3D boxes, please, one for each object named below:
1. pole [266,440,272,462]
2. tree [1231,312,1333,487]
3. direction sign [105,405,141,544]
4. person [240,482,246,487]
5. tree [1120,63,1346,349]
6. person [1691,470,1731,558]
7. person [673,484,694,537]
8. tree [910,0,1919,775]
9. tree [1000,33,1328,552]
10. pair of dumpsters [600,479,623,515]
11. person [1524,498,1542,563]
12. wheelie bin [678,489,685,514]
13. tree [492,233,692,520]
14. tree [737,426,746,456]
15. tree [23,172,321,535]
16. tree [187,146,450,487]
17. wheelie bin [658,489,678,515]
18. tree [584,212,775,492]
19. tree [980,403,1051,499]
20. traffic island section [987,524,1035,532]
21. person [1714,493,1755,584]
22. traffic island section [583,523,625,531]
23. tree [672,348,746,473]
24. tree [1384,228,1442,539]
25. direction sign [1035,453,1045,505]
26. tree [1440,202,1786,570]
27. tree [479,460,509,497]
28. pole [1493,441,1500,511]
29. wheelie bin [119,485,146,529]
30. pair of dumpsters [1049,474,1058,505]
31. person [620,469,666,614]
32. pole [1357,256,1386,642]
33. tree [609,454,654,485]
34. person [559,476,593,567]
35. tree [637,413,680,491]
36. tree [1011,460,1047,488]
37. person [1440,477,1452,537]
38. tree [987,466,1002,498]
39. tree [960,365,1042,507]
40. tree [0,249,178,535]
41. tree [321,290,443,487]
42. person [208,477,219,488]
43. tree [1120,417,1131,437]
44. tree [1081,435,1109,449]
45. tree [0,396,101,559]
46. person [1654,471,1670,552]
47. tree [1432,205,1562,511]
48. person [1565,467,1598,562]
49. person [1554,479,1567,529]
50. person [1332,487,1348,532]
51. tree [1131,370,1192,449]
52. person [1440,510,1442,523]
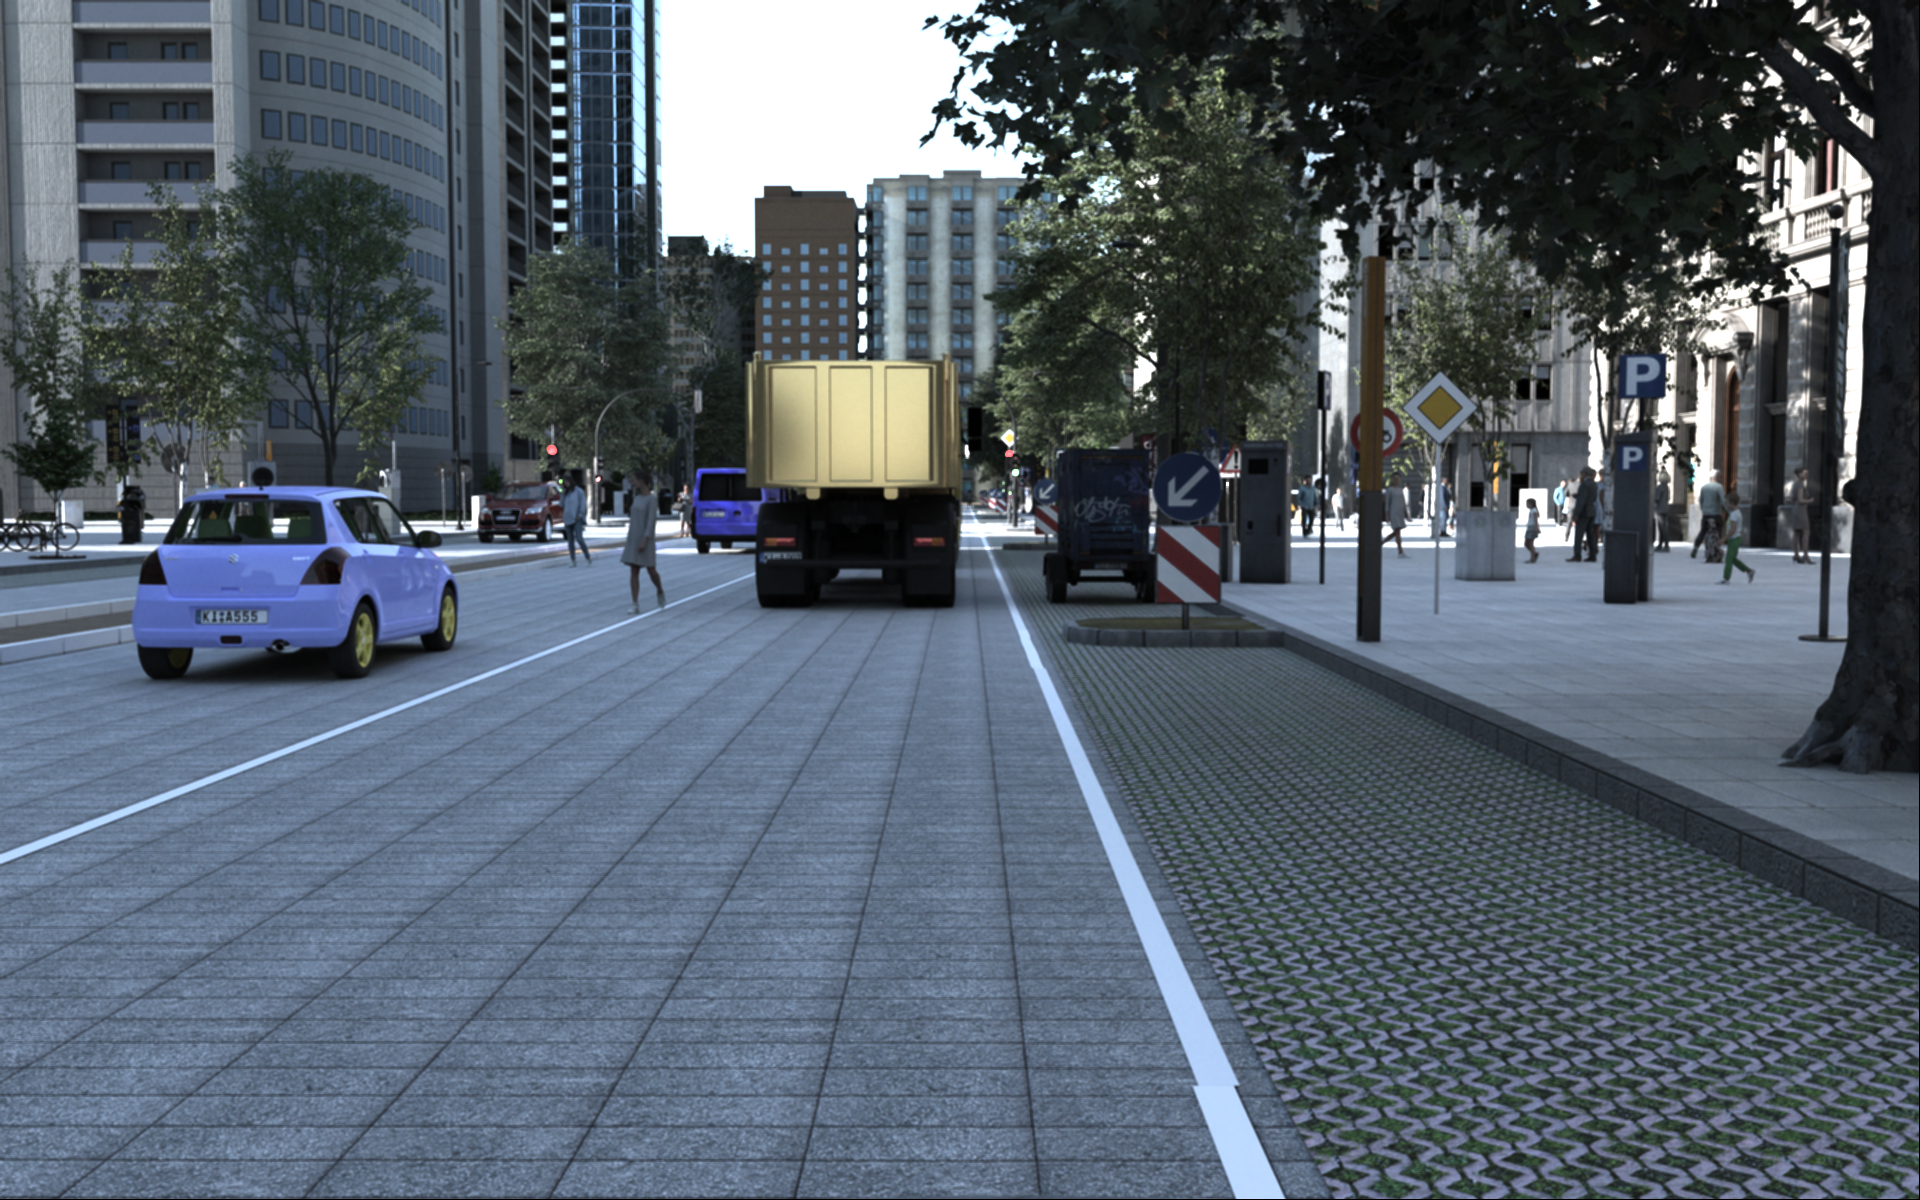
[{"bbox_3d":[-26.050,-4.375,65.367,0.158,3.312,0.155,0,3,0],"label":"pole"},{"bbox_3d":[11.410,-6.953,64.049,4.360,8.622,3.978,0,3,0],"label":"tree"},{"bbox_3d":[-21.320,-3.193,44.196,0.379,3.537,0.876,2,4,35],"label":"direction sign"},{"bbox_3d":[-27.846,-3.729,67.492,0.515,1.767,0.782,-1,4,-15],"label":"person"},{"bbox_3d":[4.376,-4.773,28.403,4.737,8.622,4.395,0,3,0],"label":"tree"},{"bbox_3d":[15.019,-1.710,34.487,0.515,1.767,0.782,-2,4,-28],"label":"person"},{"bbox_3d":[-9.201,-2.987,57.688,0.716,1.782,0.532,-1,4,-10],"label":"person"},{"bbox_3d":[4.354,-5.559,7.905,9.611,12.733,9.660,0,3,0],"label":"tree"},{"bbox_3d":[4.388,-7.354,38.362,7.486,12.596,7.792,0,3,0],"label":"tree"},{"bbox_3d":[-21.414,-6.413,107.351,1.574,2.255,4.437,0,3,0],"label":"pair of dumpsters"},{"bbox_3d":[10.662,-1.286,32.086,0.382,1.210,0.505,0,3,0],"label":"person"},{"bbox_3d":[-17.800,-6.335,111.480,0.980,1.594,0.693,-3,5,-42],"label":"wheelie bin"},{"bbox_3d":[-17.984,-10.873,84.425,9.857,13.997,8.962,0,3,0],"label":"tree"},{"bbox_3d":[-18.169,-12.465,154.157,4.360,8.622,3.978,0,3,0],"label":"tree"},{"bbox_3d":[-17.949,-5.452,39.505,4.737,8.622,4.395,0,3,0],"label":"tree"},{"bbox_3d":[-19.128,-7.737,52.258,9.928,11.665,9.643,0,3,0],"label":"tree"},{"bbox_3d":[-17.935,-5.962,105.389,0.980,1.594,0.693,2,4,25],"label":"wheelie bin"},{"bbox_3d":[-19.281,-15.989,117.308,12.611,20.169,13.585,0,3,0],"label":"tree"},{"bbox_3d":[5.438,-13.294,143.114,9.928,11.665,9.643,0,3,0],"label":"tree"},{"bbox_3d":[2.143,-2.735,66.990,2.009,0.180,2.903,0,4,0],"label":"traffic island section"},{"bbox_3d":[11.065,-0.880,24.682,0.590,1.304,0.306,0,4,1],"label":"person"},{"bbox_3d":[-15.678,-3.226,75.025,2.009,0.180,2.903,0,4,0],"label":"traffic island section"},{"bbox_3d":[-18.332,-13.188,133.747,7.486,12.596,7.792,0,3,0],"label":"tree"},{"bbox_3d":[13.695,-6.034,49.026,4.360,8.622,3.978,0,3,0],"label":"tree"},{"bbox_3d":[4.438,-6.362,96.010,0.379,3.537,0.876,3,5,43],"label":"direction sign"},{"bbox_3d":[11.055,-4.801,28.858,4.360,8.622,3.978,0,3,0],"label":"tree"},{"bbox_3d":[-26.199,-6.305,97.684,1.663,3.219,1.824,0,3,0],"label":"tree"},{"bbox_3d":[20.719,-4.468,66.888,0.158,3.312,0.155,0,3,0],"label":"pole"},{"bbox_3d":[-30.338,-3.408,63.624,0.693,1.594,0.980,1,4,22],"label":"wheelie bin"},{"bbox_3d":[4.684,-4.571,77.228,1.574,2.255,4.437,0,3,0],"label":"pair of dumpsters"},{"bbox_3d":[-3.828,-0.716,20.953,0.466,1.731,0.760,1,4,13],"label":"person"},{"bbox_3d":[3.561,-1.294,15.000,0.158,3.312,0.155,0,3,0],"label":"pole"},{"bbox_3d":[-26.926,-9.564,140.086,4.285,4.588,4.351,0,3,0],"label":"tree"},{"bbox_3d":[-7.544,-1.546,34.034,0.793,1.790,0.793,0,4,-6],"label":"person"},{"bbox_3d":[-26.037,-12.085,147.956,4.737,8.622,4.395,0,3,0],"label":"tree"},{"bbox_3d":[5.348,-9.055,131.768,4.285,4.588,4.351,0,3,0],"label":"tree"},{"bbox_3d":[14.549,-2.802,52.034,0.419,1.800,0.721,1,4,11],"label":"person"},{"bbox_3d":[4.930,-16.602,221.798,4.737,8.622,4.395,0,3,0],"label":"tree"},{"bbox_3d":[4.397,-15.874,166.190,9.857,13.997,8.962,0,3,0],"label":"tree"},{"bbox_3d":[-27.667,-6.304,53.429,4.737,8.622,4.395,0,3,0],"label":"tree"},{"bbox_3d":[-20.398,-6.769,61.033,4.737,8.622,4.395,0,3,0],"label":"tree"},{"bbox_3d":[-23.915,-3.036,55.547,0.748,1.841,0.638,2,4,26],"label":"person"},{"bbox_3d":[12.471,-9.892,112.102,4.360,8.622,3.978,0,3,0],"label":"tree"},{"bbox_3d":[4.695,-3.823,57.101,1.663,3.219,1.824,0,3,0],"label":"tree"},{"bbox_3d":[-17.850,-2.434,34.395,1.663,3.219,1.824,0,3,0],"label":"tree"},{"bbox_3d":[15.407,-1.955,38.186,0.537,1.800,0.526,-3,5,-42],"label":"person"},{"bbox_3d":[12.200,-5.515,40.540,4.737,8.622,4.395,0,3,0],"label":"tree"},{"bbox_3d":[11.826,-1.635,32.957,0.590,1.801,0.661,3,5,44],"label":"person"},{"bbox_3d":[22.059,-3.512,63.488,0.660,1.820,0.620,-2,4,-24],"label":"person"},{"bbox_3d":[12.951,-3.085,59.086,0.523,1.515,0.503,2,4,28],"label":"person"},{"bbox_3d":[12.774,-9.043,98.214,4.360,8.622,3.978,0,3,0],"label":"tree"},{"bbox_3d":[17.744,-3.553,64.146,0.388,1.821,0.555,0,4,2],"label":"person"}]
